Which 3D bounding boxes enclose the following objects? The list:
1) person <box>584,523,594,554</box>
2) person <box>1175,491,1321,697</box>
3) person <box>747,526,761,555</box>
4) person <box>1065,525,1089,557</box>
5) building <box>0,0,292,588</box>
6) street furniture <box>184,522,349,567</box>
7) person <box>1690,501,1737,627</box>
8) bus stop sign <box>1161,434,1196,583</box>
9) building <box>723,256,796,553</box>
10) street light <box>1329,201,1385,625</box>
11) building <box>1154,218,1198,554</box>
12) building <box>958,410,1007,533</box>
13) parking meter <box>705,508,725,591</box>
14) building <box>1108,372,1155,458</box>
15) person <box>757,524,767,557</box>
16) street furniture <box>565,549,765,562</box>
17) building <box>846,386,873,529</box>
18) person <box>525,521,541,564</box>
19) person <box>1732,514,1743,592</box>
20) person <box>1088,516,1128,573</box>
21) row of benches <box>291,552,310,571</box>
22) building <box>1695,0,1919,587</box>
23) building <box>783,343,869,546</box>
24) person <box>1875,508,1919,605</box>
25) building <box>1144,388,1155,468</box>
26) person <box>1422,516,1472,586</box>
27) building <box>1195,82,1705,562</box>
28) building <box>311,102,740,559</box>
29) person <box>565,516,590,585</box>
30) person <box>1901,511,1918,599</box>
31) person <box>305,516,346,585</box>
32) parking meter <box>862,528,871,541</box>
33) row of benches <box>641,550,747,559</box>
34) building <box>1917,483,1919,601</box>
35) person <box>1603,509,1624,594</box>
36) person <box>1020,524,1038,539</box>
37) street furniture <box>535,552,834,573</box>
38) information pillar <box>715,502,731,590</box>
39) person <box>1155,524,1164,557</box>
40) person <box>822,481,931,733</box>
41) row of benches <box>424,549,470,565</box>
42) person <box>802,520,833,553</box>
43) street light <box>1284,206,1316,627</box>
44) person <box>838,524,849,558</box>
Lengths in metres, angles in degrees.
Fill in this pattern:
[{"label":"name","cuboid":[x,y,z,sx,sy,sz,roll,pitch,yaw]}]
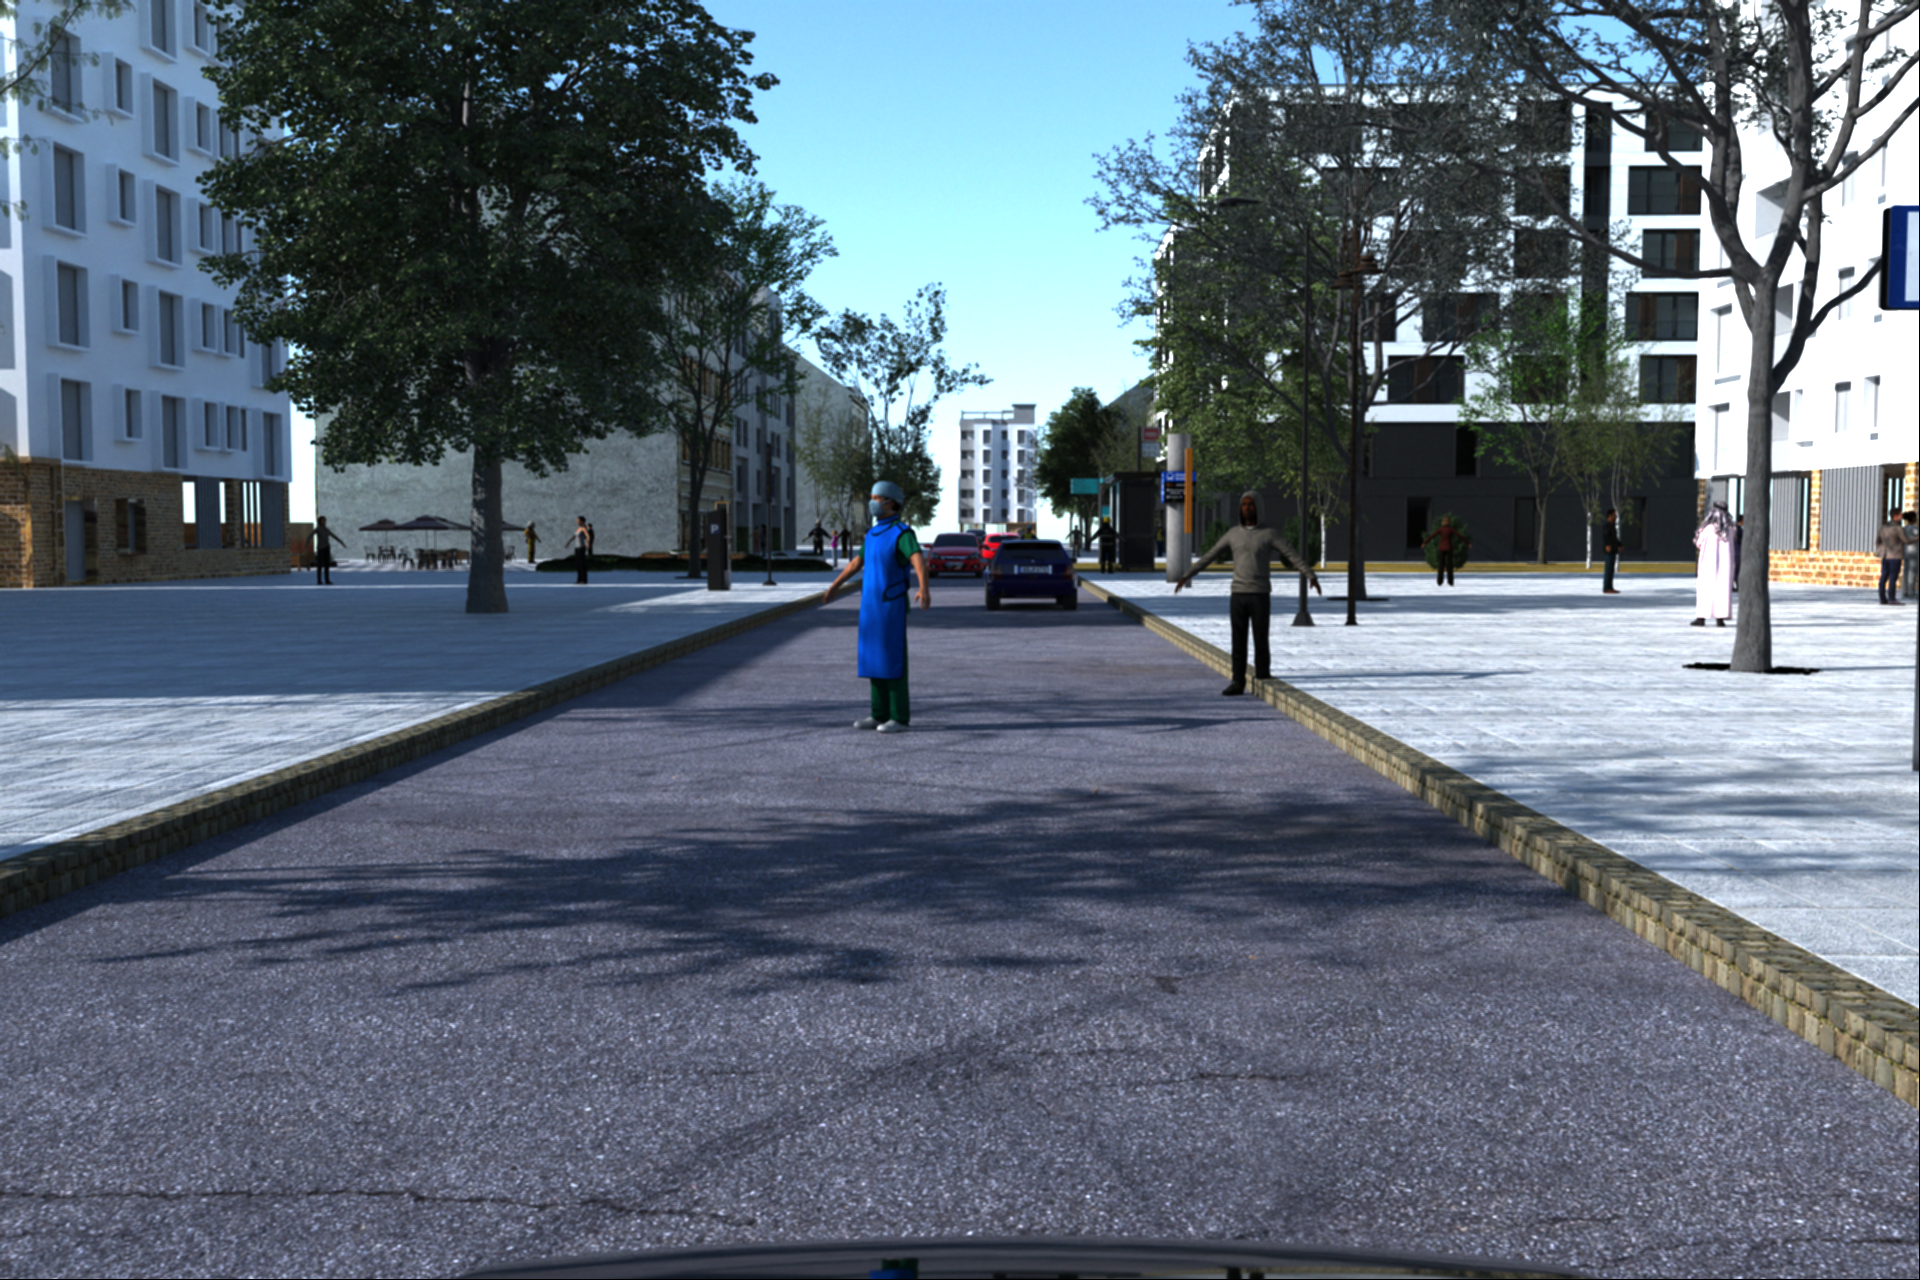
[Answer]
[{"label":"person","cuboid":[-18.415,-4.884,86.044,0.705,1.806,1.347,1,4,10]},{"label":"person","cuboid":[2.563,-0.412,15.326,1.348,1.813,0.705,2,4,29]},{"label":"person","cuboid":[-11.574,-5.577,97.989,0.721,1.733,1.217,3,5,43]},{"label":"person","cuboid":[6.531,-5.559,97.165,1.348,1.796,0.705,1,4,15]},{"label":"building","cuboid":[-26.794,-11.382,42.508,16.016,20.090,11.380,0,4,1]},{"label":"street furniture","cuboid":[-28.480,-3.756,68.258,11.010,1.723,9.812,2,4,33]},{"label":"person","cuboid":[10.513,-1.061,24.066,0.551,1.740,0.621,-1,4,-9]},{"label":"bus stop sign","cuboid":[5.760,-3.464,45.658,0.837,3.901,0.837,0,4,2]},{"label":"building","cuboid":[-22.030,-15.696,123.087,16.747,18.905,31.486,0,4,2]},{"label":"street light","cuboid":[5.510,-3.145,24.207,0.468,5.910,1.993,0,4,1]},{"label":"building","cuboid":[28.124,-17.368,127.945,27.936,21.610,32.646,0,4,1]},{"label":"building","cuboid":[0.113,-24.217,254.823,11.380,20.090,16.016,0,4,-4]},{"label":"parking meter","cuboid":[-5.553,-2.052,39.263,0.399,1.863,0.255,0,4,1]},{"label":"building","cuboid":[27.265,-23.240,210.895,19.493,23.208,18.063,0,4,1]},{"label":"person","cuboid":[-10.957,-5.517,96.344,0.704,1.843,1.345,-2,4,-26]},{"label":"street furniture","cuboid":[-12.537,-3.441,71.889,5.734,0.657,10.072,3,5,39]},{"label":"building","cuboid":[-20.612,-21.810,223.054,16.747,18.905,31.486,0,4,1]},{"label":"person","cuboid":[-18.671,-4.268,75.555,0.705,1.858,1.354,1,4,11]},{"label":"person","cuboid":[17.136,-1.905,38.109,0.530,1.710,0.541,3,5,44]},{"label":"person","cuboid":[4.803,-3.105,56.540,1.351,1.858,0.704,1,4,21]},{"label":"row of benches","cuboid":[-24.744,-2.757,60.545,4.104,0.672,1.422,1,4,13]},{"label":"building","cuboid":[27.030,-11.801,49.363,16.016,20.090,11.380,0,4,2]},{"label":"building","cuboid":[-20.685,-22.380,196.843,19.493,23.208,18.063,0,4,2]},{"label":"person","cuboid":[17.029,-1.513,31.319,0.750,1.759,0.617,0,4,3]},{"label":"building","cuboid":[29.957,-21.569,183.585,19.493,23.208,18.063,0,4,1]},{"label":"person","cuboid":[12.083,-2.215,43.019,1.215,1.729,0.721,1,4,22]},{"label":"building","cuboid":[26.713,-15.360,95.112,27.936,21.610,32.646,0,4,1]},{"label":"building","cuboid":[-23.233,-16.224,96.183,19.493,23.208,18.063,0,4,1]},{"label":"person","cuboid":[-9.698,-2.274,43.992,0.721,1.737,1.217,-3,5,-40]},{"label":"person","cuboid":[19.051,-1.699,34.556,0.721,1.739,1.217,0,4,-4]},{"label":"person","cuboid":[-16.161,-2.283,44.093,0.721,1.744,1.215,2,4,32]},{"label":"parking meter","cuboid":[-3.898,-3.912,72.374,0.372,1.533,0.369,0,3,0]},{"label":"row of benches","cuboid":[-10.063,-3.030,64.997,4.104,0.672,1.422,1,4,9]},{"label":"building","cuboid":[27.398,-11.762,23.239,19.493,23.208,18.063,0,4,1]},{"label":"person","cuboid":[14.095,-1.919,37.448,0.705,1.821,1.348,2,4,33]},{"label":"person","cuboid":[2.508,-3.225,61.646,1.216,1.772,0.721,2,4,28]},{"label":"street furniture","cuboid":[-9.260,-2.702,59.807,10.072,0.657,5.734,0,4,4]},{"label":"information pillar","cuboid":[-5.406,-2.145,39.570,0.304,2.012,0.304,0,4,1]},{"label":"person","cuboid":[11.014,-5.489,95.708,0.705,1.833,1.349,-1,4,-17]},{"label":"person","cuboid":[-0.563,-0.247,12.616,0.704,1.817,1.347,-2,4,-35]},{"label":"row of benches","cuboid":[-21.532,-3.484,72.420,1.422,0.672,4.104,0,4,4]},{"label":"person","cuboid":[-5.887,-4.051,72.021,1.354,1.856,0.705,0,4,-6]},{"label":"street light","cuboid":[5.328,-3.145,23.961,1.470,5.913,1.316,0,4,2]},{"label":"person","cuboid":[-6.153,-5.249,91.957,0.704,1.812,1.346,-3,4,-38]}]
